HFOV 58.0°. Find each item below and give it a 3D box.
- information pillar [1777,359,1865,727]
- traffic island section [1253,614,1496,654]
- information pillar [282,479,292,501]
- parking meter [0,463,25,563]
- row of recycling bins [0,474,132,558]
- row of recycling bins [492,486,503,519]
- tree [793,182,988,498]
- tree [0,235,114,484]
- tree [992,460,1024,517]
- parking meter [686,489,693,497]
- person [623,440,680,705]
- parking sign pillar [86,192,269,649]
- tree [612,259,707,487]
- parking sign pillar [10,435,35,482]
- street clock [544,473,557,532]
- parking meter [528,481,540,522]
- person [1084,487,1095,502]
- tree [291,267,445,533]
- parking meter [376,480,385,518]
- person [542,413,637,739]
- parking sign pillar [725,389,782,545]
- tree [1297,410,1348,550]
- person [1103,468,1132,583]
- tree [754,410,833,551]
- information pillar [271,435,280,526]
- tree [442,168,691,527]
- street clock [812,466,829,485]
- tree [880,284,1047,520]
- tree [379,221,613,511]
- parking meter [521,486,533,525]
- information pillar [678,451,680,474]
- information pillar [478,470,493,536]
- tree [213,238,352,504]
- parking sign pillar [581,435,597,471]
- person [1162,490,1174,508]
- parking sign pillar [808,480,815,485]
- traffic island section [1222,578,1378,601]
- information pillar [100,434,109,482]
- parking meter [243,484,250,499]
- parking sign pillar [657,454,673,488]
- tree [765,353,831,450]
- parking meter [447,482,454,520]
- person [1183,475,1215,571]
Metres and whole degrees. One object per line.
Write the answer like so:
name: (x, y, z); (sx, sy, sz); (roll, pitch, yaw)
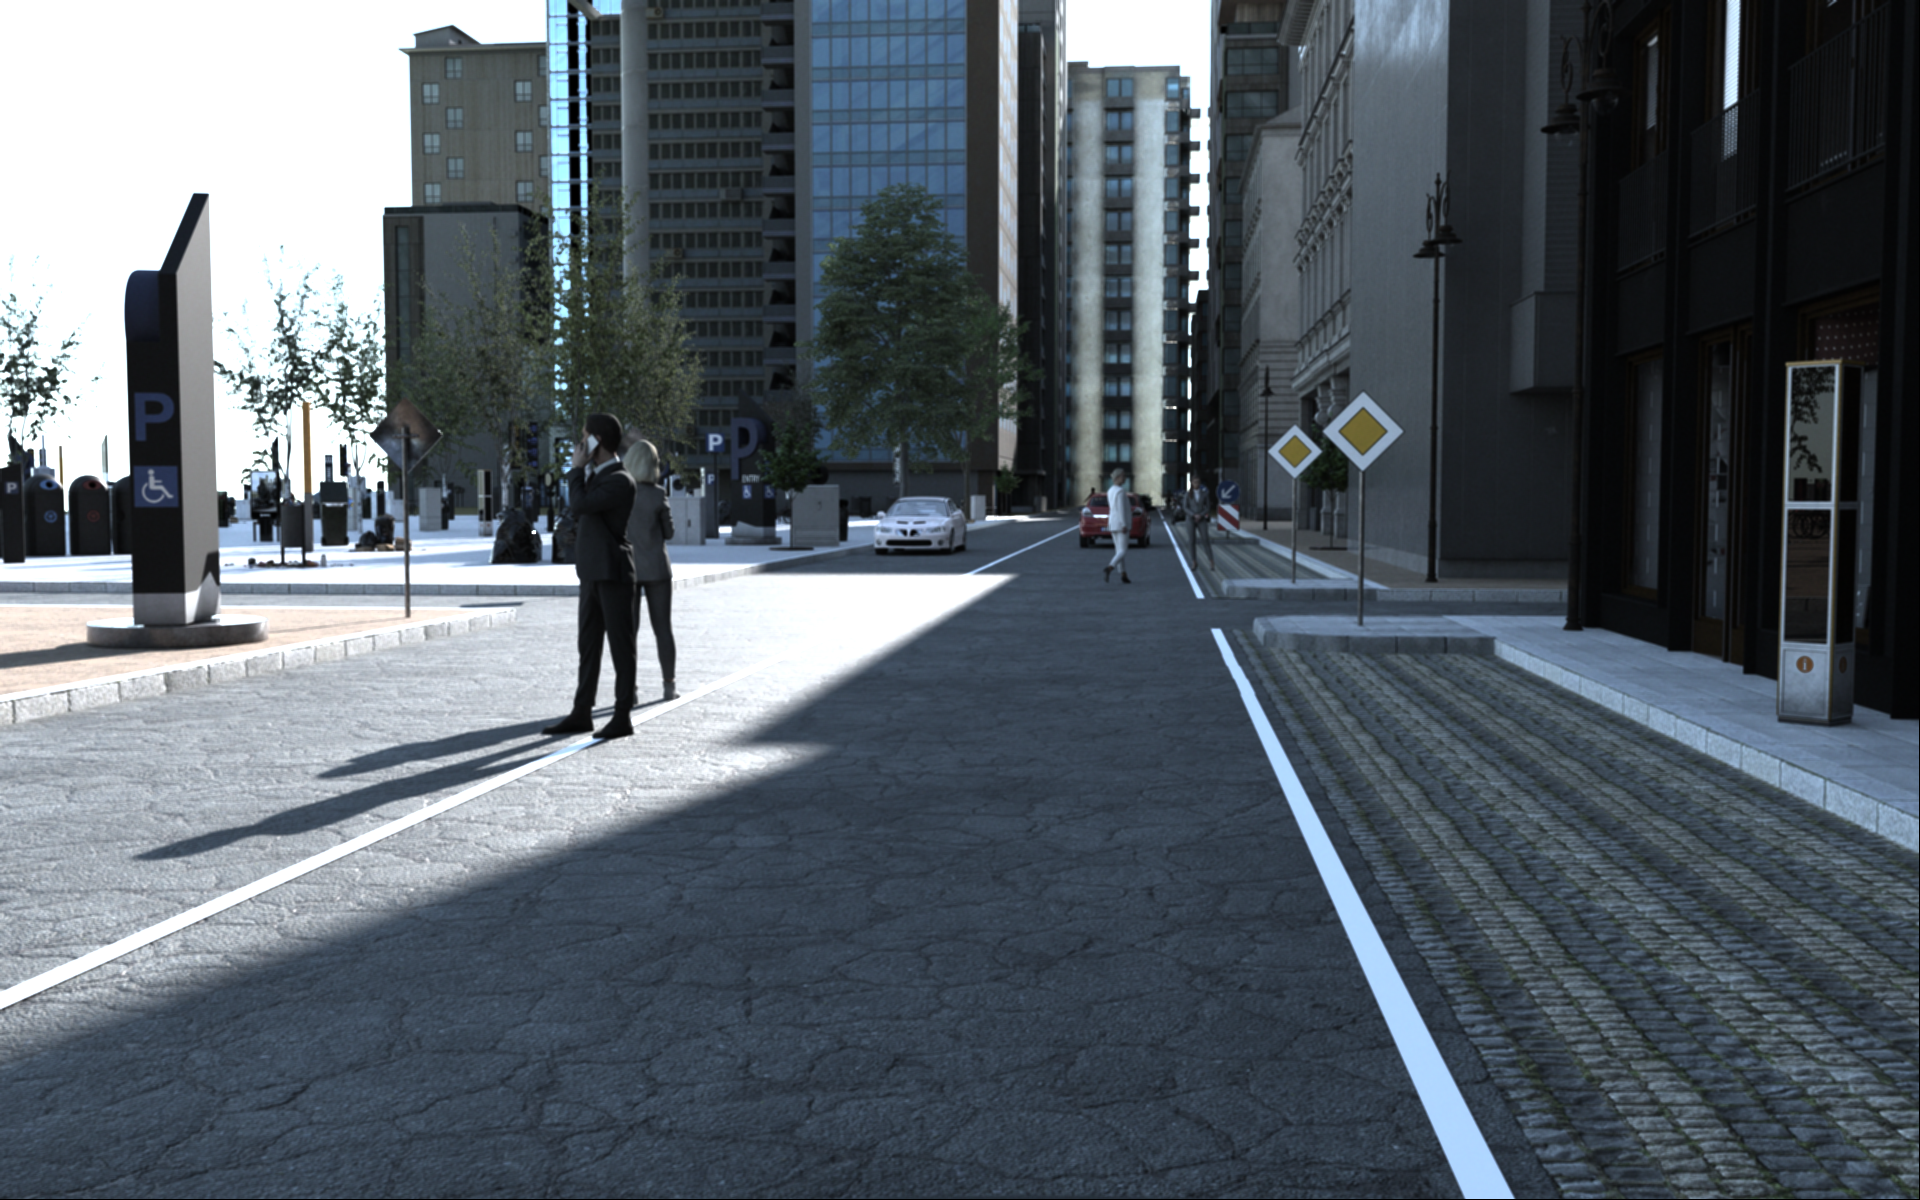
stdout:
information pillar: (4.801, -0.317, 9.668); (0.304, 2.012, 0.304); (-3, 5, -40)
traffic island section: (3.928, 0.328, 16.919); (2.009, 0.180, 2.903); (0, 4, 6)
information pillar: (-32.119, -4.781, 82.657); (0.304, 2.012, 0.304); (2, 4, 32)
parking meter: (-17.640, -1.620, 32.197); (0.399, 1.863, 0.255); (-2, 4, -32)
row of recycling bins: (-18.676, -1.778, 36.178); (1.069, 1.692, 3.534); (3, 5, 44)
row of recycling bins: (-24.079, -5.013, 89.070); (1.069, 1.692, 3.534); (-2, 4, -24)
tree: (-2.412, -8.906, 63.748); (7.486, 12.596, 7.792); (0, 3, 0)
tree: (-27.218, -6.120, 50.426); (4.360, 8.622, 3.978); (0, 3, 0)
tree: (2.547, -6.384, 98.985); (1.663, 3.219, 1.824); (0, 3, 0)
parking meter: (-14.314, -5.092, 91.657); (0.372, 1.533, 0.369); (0, 3, 0)
person: (-2.235, -0.202, 11.984); (0.537, 1.800, 0.526); (0, 4, 4)
parking sign pillar: (-6.784, -1.619, 14.936); (1.447, 3.967, 1.447); (-1, 4, -11)
tree: (-9.665, -6.340, 54.029); (4.360, 8.622, 3.978); (0, 3, 0)
parking sign pillar: (-43.070, -5.576, 79.637); (1.447, 3.967, 1.447); (0, 4, 1)
street clock: (-13.790, -3.289, 58.347); (0.471, 2.002, 0.358); (3, 5, 42)
parking meter: (-19.562, -4.510, 79.445); (0.399, 1.863, 0.255); (1, 4, 9)
person: (8.053, -5.919, 105.246); (0.705, 1.831, 1.348); (3, 5, 45)
tree: (-19.514, -6.459, 55.959); (4.737, 8.622, 4.395); (0, 3, 0)
parking meter: (-24.621, -4.154, 73.636); (0.255, 1.863, 0.399); (0, 4, -3)
person: (-2.153, -0.143, 10.197); (0.474, 1.900, 0.648); (-2, 4, -32)
parking sign pillar: (-5.255, -3.393, 43.948); (1.447, 3.967, 1.447); (3, 5, 44)
tree: (8.617, -2.788, 40.190); (1.663, 3.219, 1.824); (0, 3, 0)
person: (2.498, -1.179, 27.661); (0.818, 1.842, 0.514); (-3, 5, -43)
tree: (-3.945, -2.767, 39.845); (1.663, 3.219, 1.824); (0, 3, 0)
information pillar: (-27.240, -4.748, 68.977); (0.183, 3.616, 0.504); (0, 4, 6)
tree: (-8.536, -5.489, 40.102); (4.737, 8.622, 4.395); (0, 3, 0)
street clock: (-3.554, -2.402, 43.839); (0.358, 2.002, 0.471); (-3, 5, -42)
tree: (0.202, -9.727, 84.785); (9.928, 11.665, 9.643); (0, 3, 0)
tree: (-12.371, -5.866, 46.267); (4.360, 8.622, 3.978); (0, 3, 0)
parking meter: (-14.019, -2.917, 56.112); (0.372, 1.533, 0.369); (0, 3, 0)
information pillar: (-15.186, -6.263, 93.758); (0.183, 3.616, 0.504); (-1, 4, -13)
information pillar: (-14.409, -2.941, 52.573); (0.304, 2.012, 0.304); (3, 5, 40)
tree: (-19.390, -6.041, 49.133); (4.360, 8.622, 3.978); (0, 3, 0)
parking sign pillar: (-16.173, -5.421, 77.107); (1.447, 3.967, 1.447); (-2, 4, -31)
person: (20.718, -9.982, 171.723); (1.348, 1.823, 0.705); (1, 4, 20)
parking sign pillar: (-8.386, -6.625, 96.798); (1.447, 3.967, 1.447); (-1, 4, -15)
traffic island section: (4.804, -0.157, 24.856); (2.009, 0.180, 2.903); (0, 4, 6)
information pillar: (-33.391, -4.668, 67.675); (0.504, 3.616, 0.183); (3, 5, 40)
parking meter: (-39.447, -5.517, 95.920); (0.399, 1.863, 0.255); (1, 4, 19)
parking sign pillar: (-16.287, -6.466, 94.199); (1.447, 3.967, 1.447); (0, 4, -3)
tree: (-8.439, -8.546, 90.095); (4.360, 8.622, 3.978); (0, 3, 0)
parking meter: (-25.344, -4.910, 85.988); (0.399, 1.863, 0.255); (0, 4, -5)
person: (4.467, -1.443, 32.363); (0.520, 1.790, 0.573); (-1, 4, -13)
